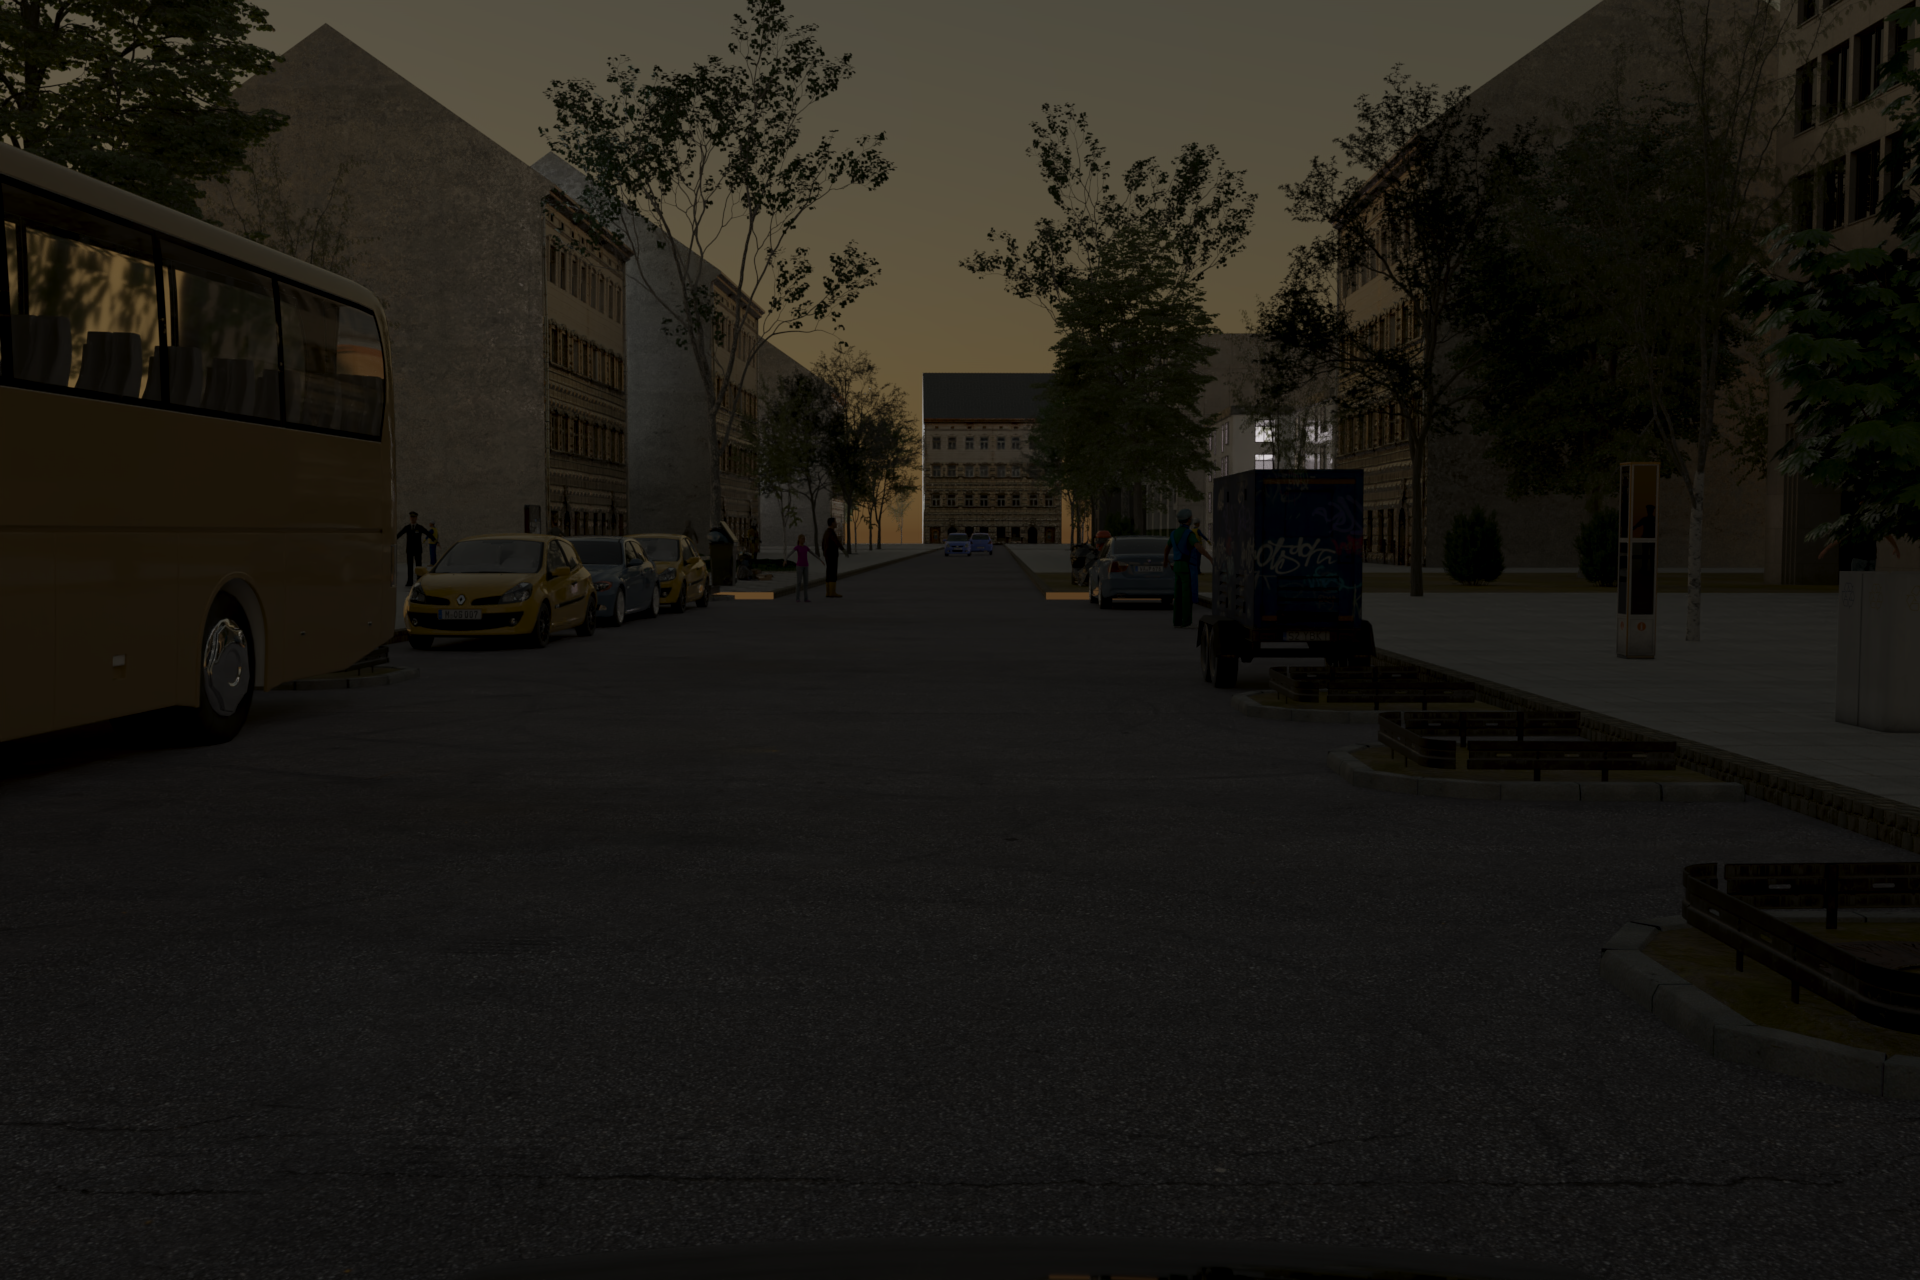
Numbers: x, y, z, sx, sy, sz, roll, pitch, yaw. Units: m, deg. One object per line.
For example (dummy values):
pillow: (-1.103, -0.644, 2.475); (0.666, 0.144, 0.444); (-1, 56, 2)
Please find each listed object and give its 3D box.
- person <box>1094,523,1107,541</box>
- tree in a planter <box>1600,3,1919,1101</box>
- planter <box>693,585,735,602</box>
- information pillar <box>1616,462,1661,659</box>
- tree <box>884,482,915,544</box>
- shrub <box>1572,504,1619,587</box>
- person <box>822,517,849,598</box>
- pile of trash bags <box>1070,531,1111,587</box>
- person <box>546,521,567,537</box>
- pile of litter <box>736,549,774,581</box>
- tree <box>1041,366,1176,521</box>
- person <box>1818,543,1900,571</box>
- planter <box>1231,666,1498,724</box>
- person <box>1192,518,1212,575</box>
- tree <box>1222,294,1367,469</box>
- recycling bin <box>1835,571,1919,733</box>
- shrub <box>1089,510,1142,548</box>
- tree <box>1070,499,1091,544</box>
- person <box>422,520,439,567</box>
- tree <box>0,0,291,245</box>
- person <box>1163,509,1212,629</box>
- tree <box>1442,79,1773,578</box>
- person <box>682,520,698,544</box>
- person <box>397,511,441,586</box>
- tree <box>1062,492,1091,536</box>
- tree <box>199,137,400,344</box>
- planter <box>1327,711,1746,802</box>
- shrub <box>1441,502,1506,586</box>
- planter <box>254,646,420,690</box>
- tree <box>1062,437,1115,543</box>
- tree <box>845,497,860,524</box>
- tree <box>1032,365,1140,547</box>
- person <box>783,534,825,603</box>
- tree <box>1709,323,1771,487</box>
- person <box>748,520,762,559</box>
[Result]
person: (6.218, -4.059, 73.173); (1.217, 1.733, 0.721); (0, 4, 6)
tree in a planter: (3.062, -0.483, 5.119); (1.991, 3.239, 1.994); (0, 4, 1)
planter: (-5.972, -1.016, 37.745); (1.991, 0.319, 1.994); (0, 4, 2)
information pillar: (6.975, -0.815, 17.822); (0.304, 2.012, 0.304); (0, 4, 1)
tree: (-7.625, -17.245, 232.320); (4.360, 8.622, 3.978); (0, 3, 0)
shrub: (15.804, -2.309, 42.175); (1.690, 2.028, 1.600); (0, 3, 0)
person: (-2.869, -1.868, 39.138); (0.704, 1.812, 1.346); (-2, 4, -27)
pile of trash bags: (3.732, -2.086, 43.859); (1.912, 1.369, 3.447); (0, 4, -1)
person: (-16.380, -3.900, 70.038); (1.348, 1.796, 0.705); (-3, 4, -38)
pile of litter: (-5.771, -2.103, 48.342); (1.176, 0.858, 1.719); (0, 4, 3)
tree: (8.133, -9.673, 92.564); (8.767, 10.594, 7.601); (2, 4, 32)
person: (13.843, -1.244, 26.558); (1.348, 1.803, 0.705); (0, 4, -8)
planter: (3.251, 0.432, 14.072); (1.991, 0.319, 1.994); (0, 4, 0)
person: (7.492, -2.923, 54.261); (0.721, 1.772, 1.216); (-2, 4, -26)
tree: (9.723, -6.321, 53.707); (4.360, 8.622, 3.978); (0, 3, 0)
recycling bin: (6.337, 0.065, 11.490); (0.722, 1.027, 0.722); (0, 4, 1)
shrub: (4.961, -3.108, 54.863); (1.661, 2.075, 1.752); (0, 3, 0)
tree: (17.082, -17.371, 234.372); (4.737, 8.622, 4.395); (0, 3, 0)
person: (-20.805, -3.808, 68.233); (0.705, 1.833, 1.349); (0, 4, 6)
tree: (-12.471, -6.416, 23.028); (7.486, 12.596, 7.792); (0, 3, 0)
person: (3.441, -1.084, 26.310); (0.704, 1.817, 1.347); (-2, 4, -28)
tree: (18.476, -8.799, 50.523); (9.857, 13.997, 8.962); (0, 3, 0)
person: (-10.179, -3.590, 64.818); (0.705, 1.813, 1.348); (2, 4, 29)
person: (-13.385, -2.233, 42.451); (1.347, 1.837, 0.705); (0, 4, -5)
tree: (16.215, -17.047, 229.077); (4.360, 8.622, 3.978); (0, 3, 0)
tree: (-12.019, -4.985, 31.866); (4.360, 8.622, 3.978); (0, 3, 0)
planter: (3.246, 0.664, 10.289); (1.991, 0.319, 1.994); (0, 4, 2)
shrub: (12.807, -2.390, 43.122); (1.661, 2.075, 1.752); (0, 3, 0)
planter: (-6.408, 0.262, 16.857); (1.991, 0.319, 1.994); (0, 4, 1)
tree: (8.297, -10.056, 114.770); (4.737, 8.622, 4.395); (0, 3, 0)
tree: (-16.570, -19.220, 232.373); (7.486, 12.596, 7.792); (0, 3, 0)
tree: (8.024, -10.958, 104.916); (9.928, 11.665, 9.643); (0, 3, 0)
person: (-3.273, -1.501, 36.271); (0.991, 1.433, 0.599); (-2, 4, -34)
tree: (26.758, -6.508, 56.768); (4.737, 8.622, 4.395); (0, 3, 0)
person: (-8.541, -4.065, 72.225); (0.705, 1.858, 1.354); (1, 4, 8)
